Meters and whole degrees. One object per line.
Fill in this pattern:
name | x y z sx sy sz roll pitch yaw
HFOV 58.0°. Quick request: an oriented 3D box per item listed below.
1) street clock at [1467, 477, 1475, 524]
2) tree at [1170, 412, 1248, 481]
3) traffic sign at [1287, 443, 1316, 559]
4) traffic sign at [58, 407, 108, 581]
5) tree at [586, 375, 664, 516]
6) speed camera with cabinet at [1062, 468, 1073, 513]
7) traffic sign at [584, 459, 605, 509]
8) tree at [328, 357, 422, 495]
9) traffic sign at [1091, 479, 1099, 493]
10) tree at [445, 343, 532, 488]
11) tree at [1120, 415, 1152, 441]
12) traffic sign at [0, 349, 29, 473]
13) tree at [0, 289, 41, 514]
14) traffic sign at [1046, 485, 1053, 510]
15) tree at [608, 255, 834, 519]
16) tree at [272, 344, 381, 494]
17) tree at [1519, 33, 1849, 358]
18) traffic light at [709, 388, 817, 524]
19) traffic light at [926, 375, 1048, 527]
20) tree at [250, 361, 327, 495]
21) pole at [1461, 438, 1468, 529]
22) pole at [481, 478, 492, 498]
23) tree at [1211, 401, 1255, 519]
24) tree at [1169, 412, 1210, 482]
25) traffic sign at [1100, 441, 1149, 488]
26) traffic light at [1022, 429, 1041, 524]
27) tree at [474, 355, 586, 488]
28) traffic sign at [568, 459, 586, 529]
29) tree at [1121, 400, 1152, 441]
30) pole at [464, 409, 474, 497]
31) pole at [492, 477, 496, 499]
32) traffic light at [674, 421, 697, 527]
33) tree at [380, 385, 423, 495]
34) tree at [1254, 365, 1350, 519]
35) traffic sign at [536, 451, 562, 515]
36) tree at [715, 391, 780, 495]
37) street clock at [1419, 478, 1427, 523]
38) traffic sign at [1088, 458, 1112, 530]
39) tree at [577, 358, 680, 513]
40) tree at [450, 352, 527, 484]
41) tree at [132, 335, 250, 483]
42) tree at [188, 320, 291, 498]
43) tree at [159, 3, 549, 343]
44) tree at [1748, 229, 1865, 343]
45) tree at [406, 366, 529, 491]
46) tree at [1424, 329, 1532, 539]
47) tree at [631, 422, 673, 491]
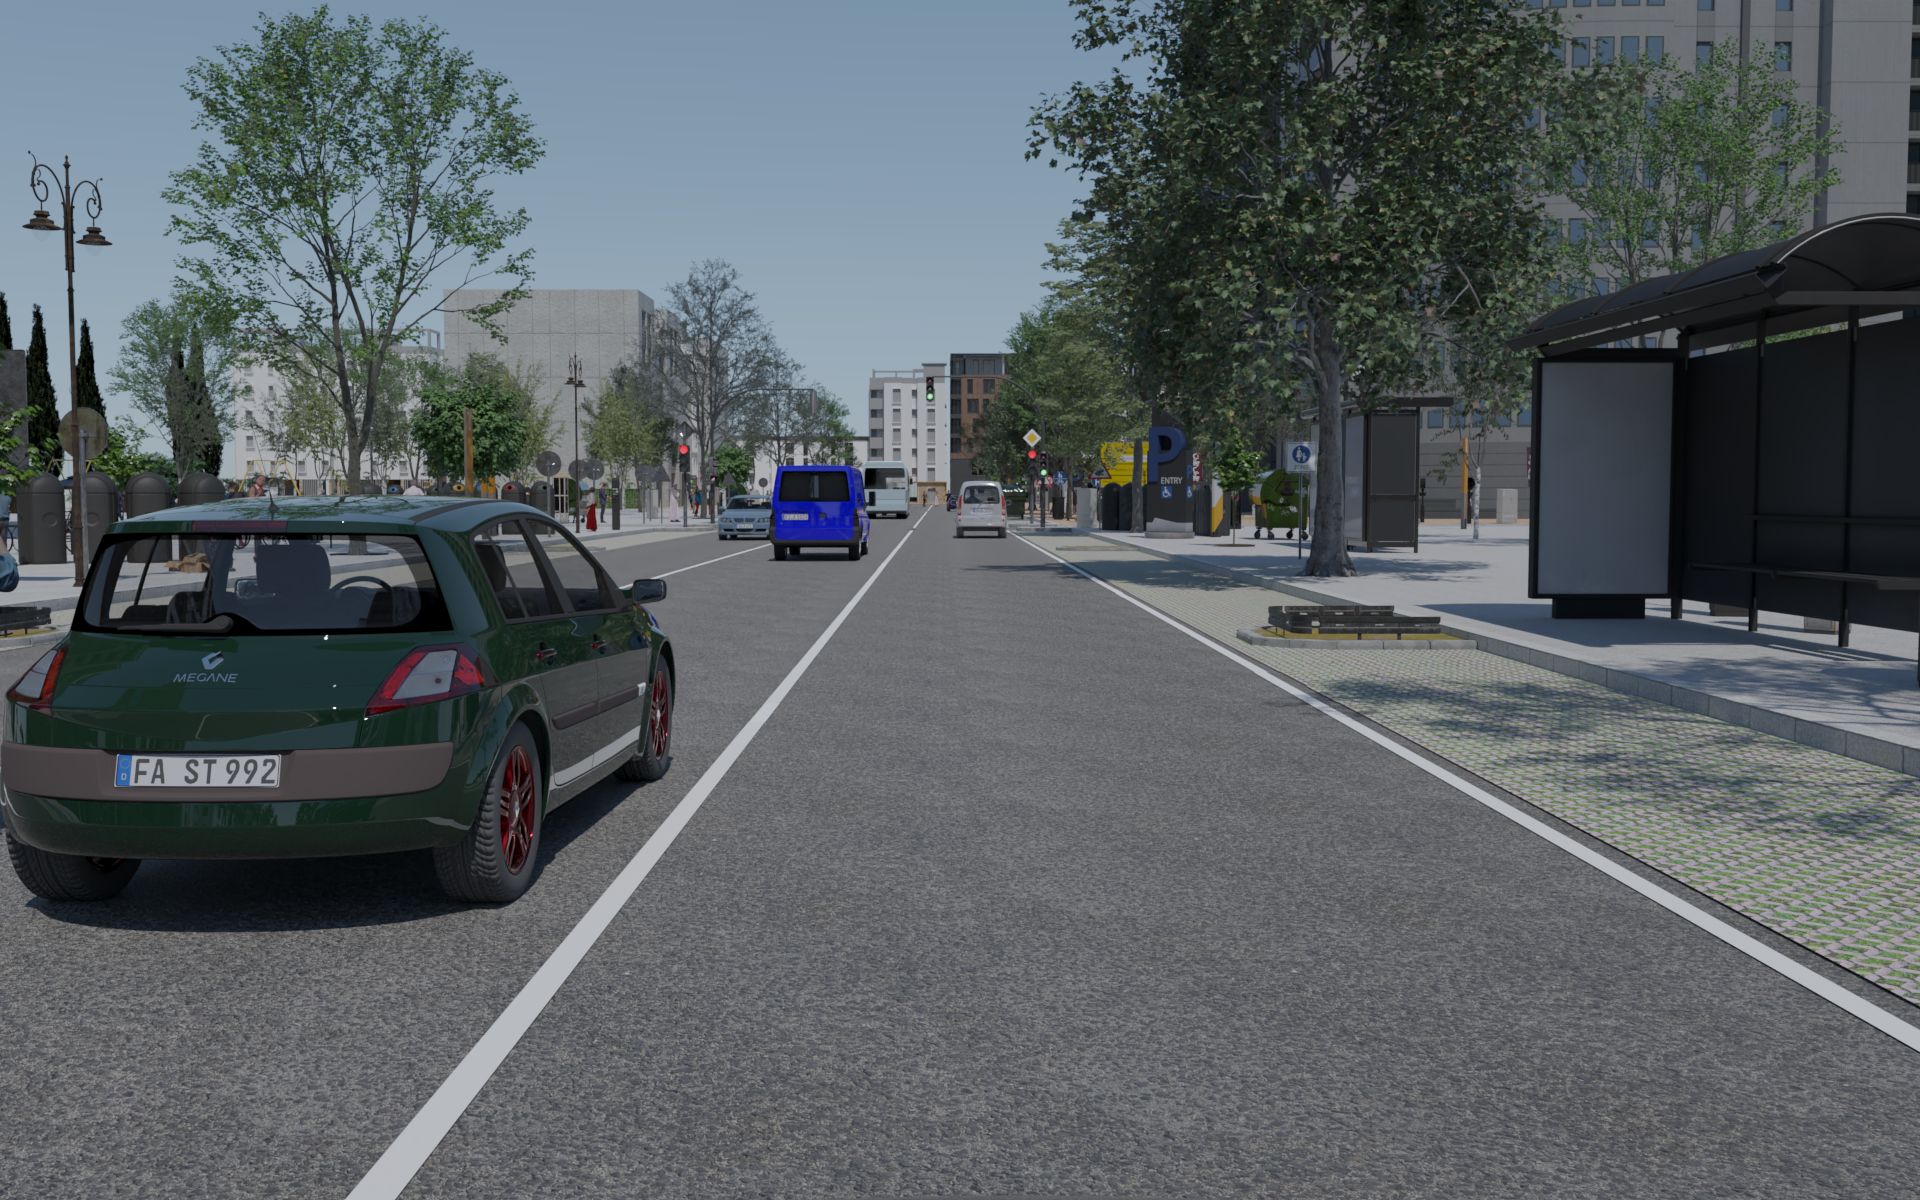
street clock | 21.854 -4.266 74.325 0.471 2.002 0.358 0 4 6
tree | 15.298 -9.486 105.451 4.737 8.622 4.395 0 3 0
traffic sign | 6.684 -1.949 33.997 0.606 2.300 0.079 0 4 2
traffic sign | -12.884 -1.550 25.456 0.768 2.556 0.104 0 4 5
tree | -21.899 -9.709 109.099 4.737 8.622 4.395 0 3 0
speed camera with cabinet | 7.314 -7.560 117.941 0.660 3.252 2.038 0 4 0
traffic sign | -13.382 -3.868 63.355 0.768 2.556 0.104 0 4 3
tree | -31.136 -8.752 93.456 4.360 8.622 3.978 0 3 0
traffic sign | 9.213 -7.121 116.542 0.768 2.556 0.104 0 4 0
tree | -23.260 -8.232 84.952 4.360 8.622 3.978 0 3 0
tree | 15.695 -12.096 148.131 4.737 8.622 4.395 0 3 0
traffic sign | -14.248 -1.874 24.520 2.265 3.308 0.079 0 4 7
tree | -63.770 -13.066 115.455 13.155 14.587 18.604 1 4 18
traffic sign | 7.274 -8.627 141.164 0.768 2.556 0.104 0 3 0
tree | -13.085 -10.915 88.835 12.009 13.543 11.850 0 3 0
tree | -31.446 -8.227 84.872 4.737 8.622 4.395 0 3 0
tree | 16.481 -7.015 40.458 9.928 11.665 9.643 0 3 0
traffic light | -8.530 -6.105 74.478 4.771 5.953 1.251 0 4 -1
traffic light | 1.075 -5.613 66.436 4.771 5.953 1.251 0 4 -1
tree | -36.643 -8.825 94.646 4.360 8.622 3.978 0 3 0
pole | 18.338 -4.227 62.951 0.158 3.312 0.155 0 3 0
pole | -13.384 -3.358 48.753 0.158 3.312 0.155 0 3 0
tree | 15.136 -8.492 89.205 4.360 8.622 3.978 0 3 0
tree | 16.063 -10.030 114.354 4.360 8.622 3.978 0 3 0
traffic sign | 6.530 -4.471 66.981 2.265 3.308 0.079 0 4 2
traffic light | 3.079 -5.239 74.584 0.839 4.253 0.868 0 4 -1
tree | -23.302 -8.705 92.682 4.737 8.622 4.395 0 3 0
traffic sign | -14.050 -3.894 63.767 0.768 2.556 0.104 0 4 4
tree | 13.219 -10.587 123.465 4.360 8.622 3.978 0 3 0
pole | -11.787 -2.920 41.581 0.158 3.312 0.155 0 3 0
pole | -14.133 -3.575 52.291 0.158 3.312 0.155 0 3 0
traffic light | -10.534 -4.741 66.435 0.839 4.253 0.868 0 4 -1
tree | -37.218 -9.930 112.710 4.737 8.622 4.395 0 3 0
tree | 16.661 -8.074 82.377 4.360 8.622 3.978 0 3 0
traffic sign | -12.113 -3.113 51.009 0.768 2.556 0.104 0 4 2
tree | -14.640 -10.395 120.314 4.360 8.622 3.978 0 3 0
street clock | 20.768 -4.476 77.749 0.358 2.002 0.471 1 4 13
traffic sign | 5.028 -3.804 62.193 0.884 2.594 0.081 0 4 7
tree | -22.377 -11.305 119.251 7.601 10.594 8.767 1 4 12
tree | -37.423 -13.416 137.485 7.486 12.596 7.792 0 3 0
tree | -36.112 -7.967 80.630 4.360 8.622 3.978 0 3 0
tree | -60.769 -14.237 134.596 13.155 14.587 18.604 0 4 -2
tree | -12.570 -6.750 36.114 9.928 11.665 9.643 0 3 0
tree | 23.271 -5.934 47.380 4.737 8.622 4.395 0 3 0
tree | -12.660 -3.736 44.792 4.285 4.588 4.351 0 3 0
tree | 14.947 -6.078 49.739 4.360 8.622 3.978 0 3 0
tree | -26.112 -11.948 145.717 4.360 8.622 3.978 0 3 0
